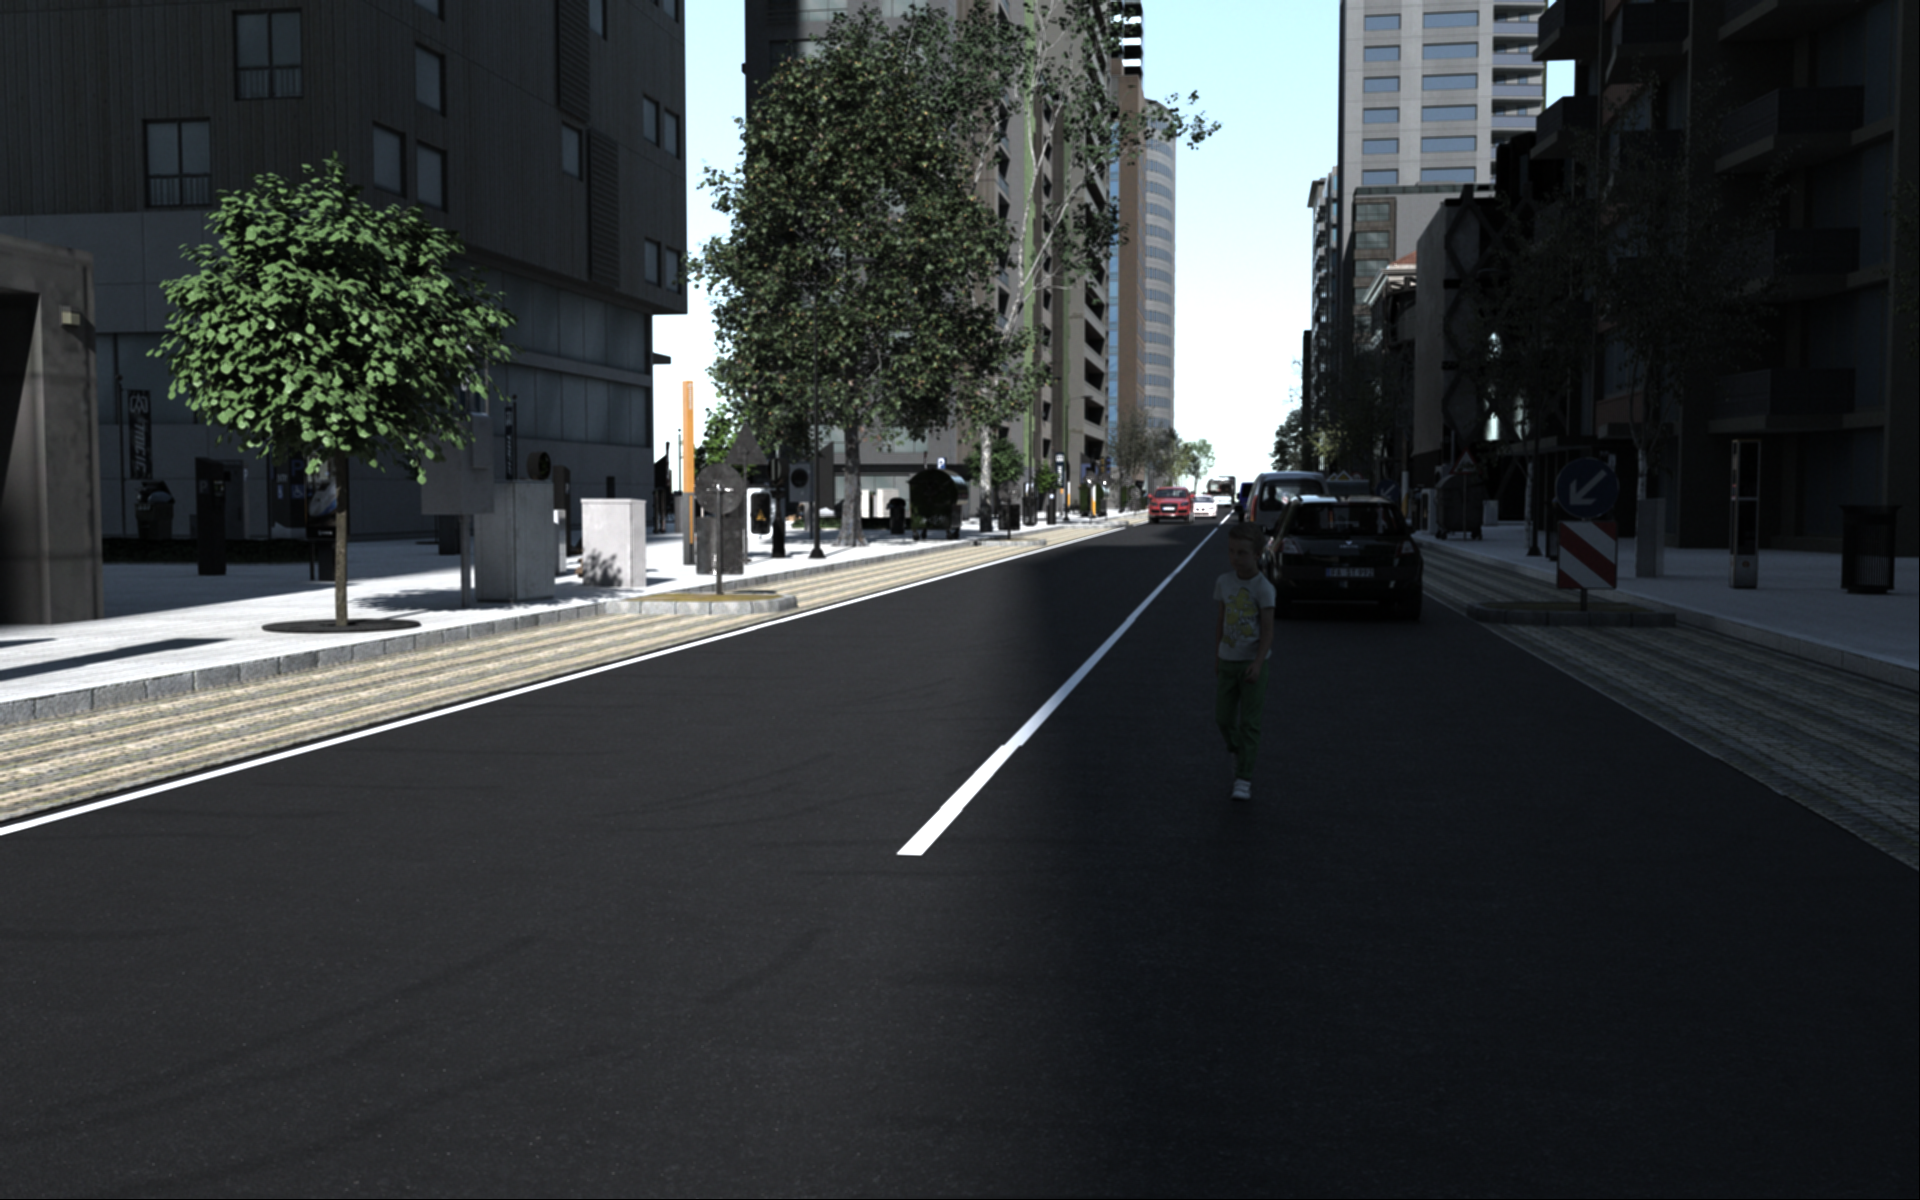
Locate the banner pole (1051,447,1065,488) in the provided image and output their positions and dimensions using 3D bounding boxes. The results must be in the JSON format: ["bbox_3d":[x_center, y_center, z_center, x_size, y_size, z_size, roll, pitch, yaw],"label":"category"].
[{"bbox_3d":[5.123,-6.211,91.559,0.863,3.779,0.401,0,4,-1],"label":"banner pole"}]

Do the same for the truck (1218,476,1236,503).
[{"bbox_3d":[42.085,-17.401,273.411,2.839,4.237,11.283,1,4,11],"label":"truck"}]

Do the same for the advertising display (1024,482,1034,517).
[{"bbox_3d":[3.843,-5.586,96.547,0.123,1.923,0.974,2,4,32],"label":"advertising display"}]

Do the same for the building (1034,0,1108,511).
[{"bbox_3d":[0.793,-31.900,145.266,21.300,48.544,21.600,1,4,9],"label":"building"}]

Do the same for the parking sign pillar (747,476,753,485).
[{"bbox_3d":[-14.138,-8.072,120.441,1.447,3.967,1.447,-1,4,-22],"label":"parking sign pillar"}]

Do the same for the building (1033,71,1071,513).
[{"bbox_3d":[-0.065,-21.290,119.799,14.160,30.474,14.107,1,4,9],"label":"building"}]

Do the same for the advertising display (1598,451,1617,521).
[{"bbox_3d":[9.833,-1.290,26.310,0.123,1.923,0.974,2,4,28],"label":"advertising display"}]

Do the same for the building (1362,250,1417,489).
[{"bbox_3d":[38.912,-18.552,139.475,11.583,22.565,21.152,1,4,9],"label":"building"}]

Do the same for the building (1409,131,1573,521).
[{"bbox_3d":[32.267,-13.431,87.050,16.811,18.784,16.820,1,4,9],"label":"building"}]

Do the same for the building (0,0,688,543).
[{"bbox_3d":[-26.144,-28.733,59.019,27.495,52.752,28.713,1,4,9],"label":"building"}]

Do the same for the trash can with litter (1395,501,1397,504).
[{"bbox_3d":[23.281,-4.998,93.108,0.624,1.170,1.055,3,5,43],"label":"trash can with litter"}]

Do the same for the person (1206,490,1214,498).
[{"bbox_3d":[26.082,-10.592,181.642,0.705,1.831,1.348,-3,5,-45],"label":"person"}]

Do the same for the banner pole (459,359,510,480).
[{"bbox_3d":[-8.176,-2.408,29.384,0.401,3.779,0.863,2,4,31],"label":"banner pole"}]

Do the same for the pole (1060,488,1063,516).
[{"bbox_3d":[5.907,-6.531,100.631,0.158,3.312,0.155,0,3,0],"label":"pole"}]

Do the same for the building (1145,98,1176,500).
[{"bbox_3d":[20.564,-43.628,255.312,21.231,58.520,28.212,1,4,9],"label":"building"}]

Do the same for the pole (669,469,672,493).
[{"bbox_3d":[-23.892,-9.126,143.048,0.158,3.312,0.155,0,3,0],"label":"pole"}]

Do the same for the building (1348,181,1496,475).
[{"bbox_3d":[44.034,-24.006,164.194,14.160,30.474,14.107,1,4,9],"label":"building"}]

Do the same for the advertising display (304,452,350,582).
[{"bbox_3d":[-9.317,-1.241,25.505,0.974,1.923,0.123,3,4,38],"label":"advertising display"}]

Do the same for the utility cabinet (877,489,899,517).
[{"bbox_3d":[-2.955,-3.838,71.432,0.318,1.500,1.173,2,4,32],"label":"utility cabinet"}]

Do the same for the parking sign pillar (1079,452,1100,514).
[{"bbox_3d":[8.306,-7.454,110.338,1.447,3.967,1.447,1,4,9],"label":"parking sign pillar"}]

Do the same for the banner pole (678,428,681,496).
[{"bbox_3d":[-10.744,-4.670,66.377,0.401,3.779,0.863,-1,4,-12],"label":"banner pole"}]

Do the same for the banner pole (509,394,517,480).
[{"bbox_3d":[-11.303,-3.284,43.707,0.401,3.779,0.863,-3,4,-37],"label":"banner pole"}]

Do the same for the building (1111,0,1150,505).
[{"bbox_3d":[11.783,-54.566,204.821,22.319,86.520,31.000,1,4,9],"label":"building"}]

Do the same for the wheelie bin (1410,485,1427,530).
[{"bbox_3d":[16.324,-3.266,61.311,0.693,1.594,0.980,-1,4,-8],"label":"wheelie bin"}]

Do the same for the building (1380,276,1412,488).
[{"bbox_3d":[37.898,-15.480,120.553,16.820,18.784,16.811,1,4,9],"label":"building"}]

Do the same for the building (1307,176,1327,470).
[{"bbox_3d":[70.637,-42.180,278.874,28.713,52.752,27.495,1,4,9],"label":"building"}]

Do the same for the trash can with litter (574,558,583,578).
[{"bbox_3d":[-5.496,-0.947,26.876,0.624,1.170,1.055,1,4,20],"label":"trash can with litter"}]

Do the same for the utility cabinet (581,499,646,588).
[{"bbox_3d":[-4.816,-0.793,24.121,1.020,1.237,0.306,3,4,36],"label":"utility cabinet"}]

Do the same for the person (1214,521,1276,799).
[{"bbox_3d":[1.367,0.271,8.325,0.306,1.304,0.590,1,4,16],"label":"person"}]

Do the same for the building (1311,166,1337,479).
[{"bbox_3d":[62.774,-38.616,250.975,23.786,49.044,30.456,1,4,9],"label":"building"}]

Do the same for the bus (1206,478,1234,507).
[{"bbox_3d":[28.392,-11.896,189.353,2.948,3.499,13.247,1,4,9],"label":"bus"}]

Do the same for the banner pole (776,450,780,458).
[{"bbox_3d":[-7.347,-4.889,69.946,0.401,3.779,0.863,-1,4,-15],"label":"banner pole"}]

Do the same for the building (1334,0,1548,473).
[{"bbox_3d":[50.671,-39.253,183.790,21.231,58.520,28.212,1,4,9],"label":"building"}]

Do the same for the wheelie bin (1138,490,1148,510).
[{"bbox_3d":[14.561,-7.973,138.269,0.980,1.594,0.693,0,4,-3],"label":"wheelie bin"}]

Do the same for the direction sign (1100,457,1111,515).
[{"bbox_3d":[8.803,-6.911,104.993,0.379,3.537,0.876,-3,4,-39],"label":"direction sign"}]

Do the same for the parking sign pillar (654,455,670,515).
[{"bbox_3d":[-20.205,-7.836,116.594,1.447,3.967,1.447,1,4,18],"label":"parking sign pillar"}]

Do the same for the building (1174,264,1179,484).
[{"bbox_3d":[23.990,-40.711,285.224,23.786,49.044,30.456,1,4,9],"label":"building"}]

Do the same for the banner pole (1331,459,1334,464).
[{"bbox_3d":[26.470,-8.153,123.312,0.401,3.779,0.863,0,4,-1],"label":"banner pole"}]

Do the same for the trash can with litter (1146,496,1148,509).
[{"bbox_3d":[15.977,-8.392,148.602,0.624,1.170,1.055,0,4,-6],"label":"trash can with litter"}]

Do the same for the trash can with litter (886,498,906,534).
[{"bbox_3d":[-2.028,-2.688,55.343,0.624,1.170,1.055,0,4,1],"label":"trash can with litter"}]

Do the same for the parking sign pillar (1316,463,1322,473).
[{"bbox_3d":[30.829,-9.812,148.903,1.447,3.967,1.447,1,4,11],"label":"parking sign pillar"}]

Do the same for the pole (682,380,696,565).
[{"bbox_3d":[-4.887,-2.284,31.189,0.158,3.312,0.155,0,3,0],"label":"pole"}]

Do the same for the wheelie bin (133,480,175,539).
[{"bbox_3d":[-18.691,-1.976,40.209,0.980,1.594,0.693,1,4,18],"label":"wheelie bin"}]

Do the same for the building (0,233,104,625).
[{"bbox_3d":[-19.588,-35.141,12.810,20.563,71.187,20.611,1,4,9],"label":"building"}]

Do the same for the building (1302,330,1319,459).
[{"bbox_3d":[66.543,-32.390,301.283,14.160,30.474,14.107,1,4,9],"label":"building"}]

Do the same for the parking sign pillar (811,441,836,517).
[{"bbox_3d":[-7.039,-6.092,88.070,1.447,3.967,1.447,0,4,8],"label":"parking sign pillar"}]

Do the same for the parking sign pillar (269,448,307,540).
[{"bbox_3d":[-16.548,-3.313,42.632,1.447,3.967,1.447,-3,5,-41],"label":"parking sign pillar"}]

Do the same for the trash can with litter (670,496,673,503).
[{"bbox_3d":[-20.183,-7.128,127.601,2.233,1.210,1.678,2,4,34],"label":"trash can with litter"}]

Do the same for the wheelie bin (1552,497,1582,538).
[{"bbox_3d":[14.407,-2.007,40.726,0.980,1.594,0.693,2,4,25],"label":"wheelie bin"}]

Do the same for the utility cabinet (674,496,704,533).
[{"bbox_3d":[-8.986,-2.831,57.446,0.306,1.237,1.020,3,5,44],"label":"utility cabinet"}]

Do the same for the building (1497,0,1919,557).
[{"bbox_3d":[27.788,-23.940,46.043,22.147,44.769,28.867,1,4,9],"label":"building"}]

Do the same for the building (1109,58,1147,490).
[{"bbox_3d":[12.275,-32.600,183.128,14.600,45.320,14.200,1,4,9],"label":"building"}]

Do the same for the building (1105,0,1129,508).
[{"bbox_3d":[6.013,-44.496,165.768,20.563,71.187,20.611,1,4,9],"label":"building"}]

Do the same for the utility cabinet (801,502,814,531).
[{"bbox_3d":[-5.150,-2.998,60.180,0.306,1.237,1.020,-1,4,-19],"label":"utility cabinet"}]

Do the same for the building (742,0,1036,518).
[{"bbox_3d":[-3.548,-25.327,97.691,14.154,41.232,14.086,1,4,9],"label":"building"}]

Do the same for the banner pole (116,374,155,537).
[{"bbox_3d":[-17.422,-2.843,36.498,0.401,3.779,0.863,3,5,42],"label":"banner pole"}]
